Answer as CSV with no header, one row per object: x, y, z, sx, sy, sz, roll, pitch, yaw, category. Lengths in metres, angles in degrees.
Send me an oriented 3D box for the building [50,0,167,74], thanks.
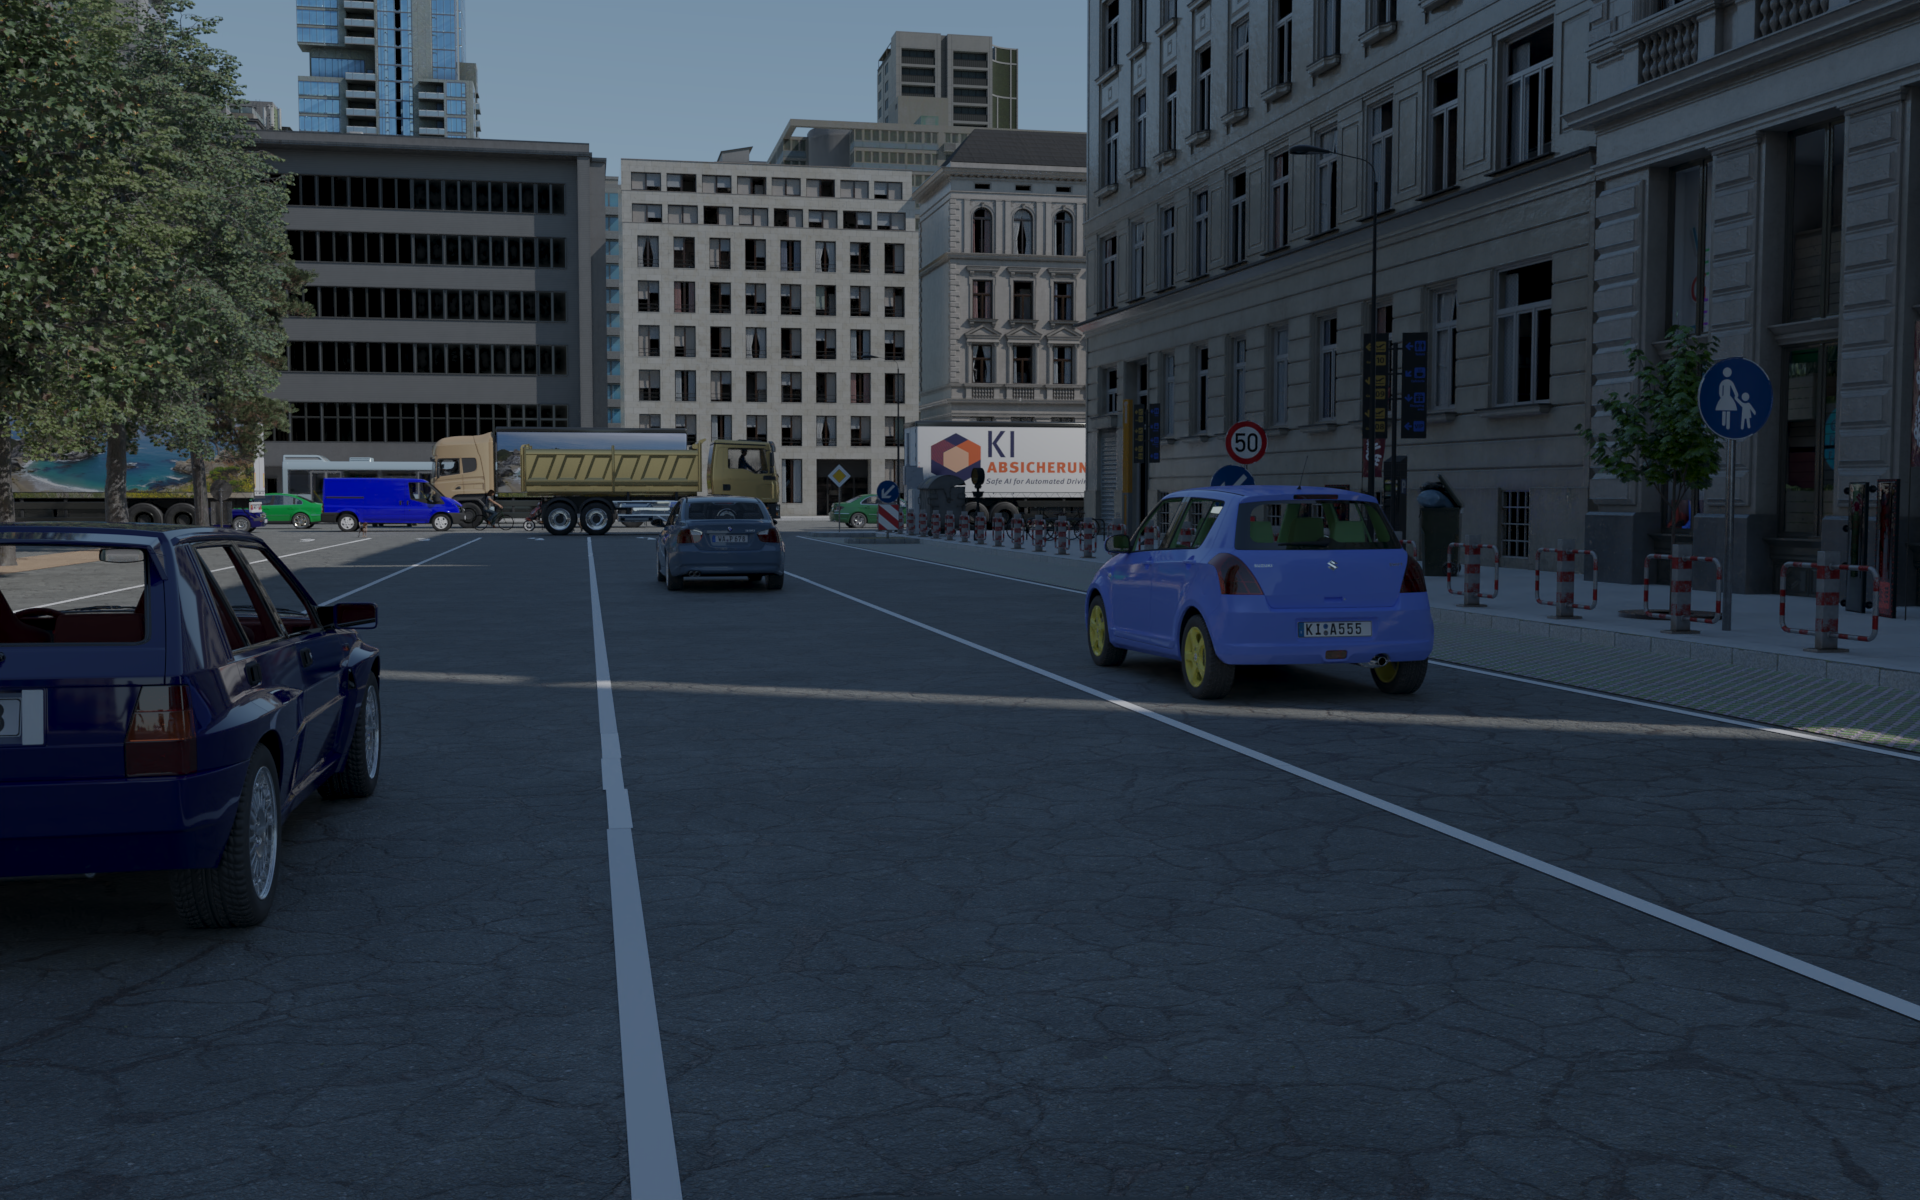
-100.026,-39.300,184.560,28.212,58.520,21.231,-1,4,-12,building

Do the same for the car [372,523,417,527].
-25.044,-4.109,76.769,1.945,1.707,3.694,-1,4,-12,car

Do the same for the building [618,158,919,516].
-11.705,-15.231,103.785,16.860,20.320,10.420,-1,4,-12,building

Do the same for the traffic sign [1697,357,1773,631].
7.203,-0.984,16.200,0.768,2.556,0.104,-1,4,-10,traffic sign

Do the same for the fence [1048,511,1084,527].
3.929,-2.732,60.050,2.069,0.683,0.278,-2,4,-27,fence

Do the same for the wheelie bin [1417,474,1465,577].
7.529,-1.176,27.137,0.693,1.594,0.980,1,4,20,wheelie bin

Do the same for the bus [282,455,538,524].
-25.517,-5.435,83.724,13.247,3.499,2.948,-1,4,-13,bus

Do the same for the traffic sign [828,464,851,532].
-4.055,-3.334,58.153,0.795,2.450,0.064,-1,4,-12,traffic sign

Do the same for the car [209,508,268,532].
-27.781,-3.156,64.174,3.894,1.354,1.945,-1,4,-14,car

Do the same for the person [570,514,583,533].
-14.278,-3.402,64.481,0.624,1.780,0.694,-1,4,-19,person

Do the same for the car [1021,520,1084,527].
3.928,-3.987,74.974,4.222,1.686,2.009,-1,4,-14,car

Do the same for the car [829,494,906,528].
-3.124,-3.792,73.803,4.920,1.459,2.131,-1,4,-13,car

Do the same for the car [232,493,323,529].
-28.413,-3.818,71.222,4.718,1.807,1.959,-1,4,-12,car

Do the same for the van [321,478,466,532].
-21.715,-3.798,66.480,5.245,2.365,2.240,-1,4,-14,van

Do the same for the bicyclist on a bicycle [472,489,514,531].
-18.375,-3.553,68.111,1.625,1.676,1.499,-1,4,-14,bicyclist on a bicycle

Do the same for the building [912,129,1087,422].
7.487,-17.045,107.556,19.941,23.489,11.050,-1,4,-12,building

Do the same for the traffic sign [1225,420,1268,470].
4.938,-1.828,29.999,0.768,2.556,0.104,-1,4,-8,traffic sign

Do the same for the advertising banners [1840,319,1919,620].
9.648,-1.334,18.002,0.090,3.025,2.074,0,4,6,advertising banners

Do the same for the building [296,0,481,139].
-83.888,-57.645,255.169,31.000,86.520,22.319,-1,4,-12,building

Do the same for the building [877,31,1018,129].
-1.252,-51.048,272.878,20.611,71.187,20.563,-1,4,-12,building

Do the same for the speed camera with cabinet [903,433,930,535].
-1.385,-3.738,55.453,0.660,3.252,2.038,-1,4,-9,speed camera with cabinet

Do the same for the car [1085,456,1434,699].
2.173,-0.240,13.513,1.945,1.707,3.694,-1,4,-12,car

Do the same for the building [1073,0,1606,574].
14.065,-12.785,42.316,16.112,22.955,30.059,-1,4,-12,building

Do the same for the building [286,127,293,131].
-80.151,-31.170,193.221,14.086,41.232,14.154,-1,4,-12,building

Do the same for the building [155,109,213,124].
-79.989,-28.248,153.735,32.217,40.220,23.993,-1,4,-12,building

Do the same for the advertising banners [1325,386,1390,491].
6.250,-1.995,28.800,0.090,3.025,2.074,-3,5,-42,advertising banners

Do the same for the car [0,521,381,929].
-3.403,0.347,6.902,1.945,1.354,3.894,-1,4,-11,car

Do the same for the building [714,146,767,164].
-25.548,-41.742,271.711,27.495,52.752,28.713,-1,4,-12,building

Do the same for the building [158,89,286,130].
-76.293,-29.991,173.946,14.154,41.232,14.086,-1,4,-12,building

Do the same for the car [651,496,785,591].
-3.801,-0.926,27.137,2.014,1.417,4.499,-1,4,-13,car

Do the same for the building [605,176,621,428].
-53.348,-39.370,263.312,30.456,49.044,23.786,-1,4,-12,building

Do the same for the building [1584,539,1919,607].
15.868,-11.502,16.935,11.050,23.489,19.941,-1,4,-12,building

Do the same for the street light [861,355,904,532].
-2.598,-5.227,58.001,1.470,5.913,1.316,-1,4,-12,street light

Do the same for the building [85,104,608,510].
-35.761,-17.198,100.246,30.058,24.678,14.314,-1,4,-12,building

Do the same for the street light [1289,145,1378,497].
5.052,-3.105,23.307,1.470,5.913,1.316,-1,4,-12,street light

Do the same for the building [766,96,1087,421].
-5.927,-29.457,173.506,32.217,40.220,23.993,-1,4,-12,building

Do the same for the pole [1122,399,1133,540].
3.614,-2.662,37.359,0.158,3.312,0.155,0,3,0,pole

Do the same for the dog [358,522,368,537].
-19.780,-2.331,57.407,0.540,0.507,0.406,1,4,12,dog

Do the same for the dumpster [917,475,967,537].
-0.531,-2.885,52.923,1.264,1.857,1.865,-1,4,-12,dumpster
